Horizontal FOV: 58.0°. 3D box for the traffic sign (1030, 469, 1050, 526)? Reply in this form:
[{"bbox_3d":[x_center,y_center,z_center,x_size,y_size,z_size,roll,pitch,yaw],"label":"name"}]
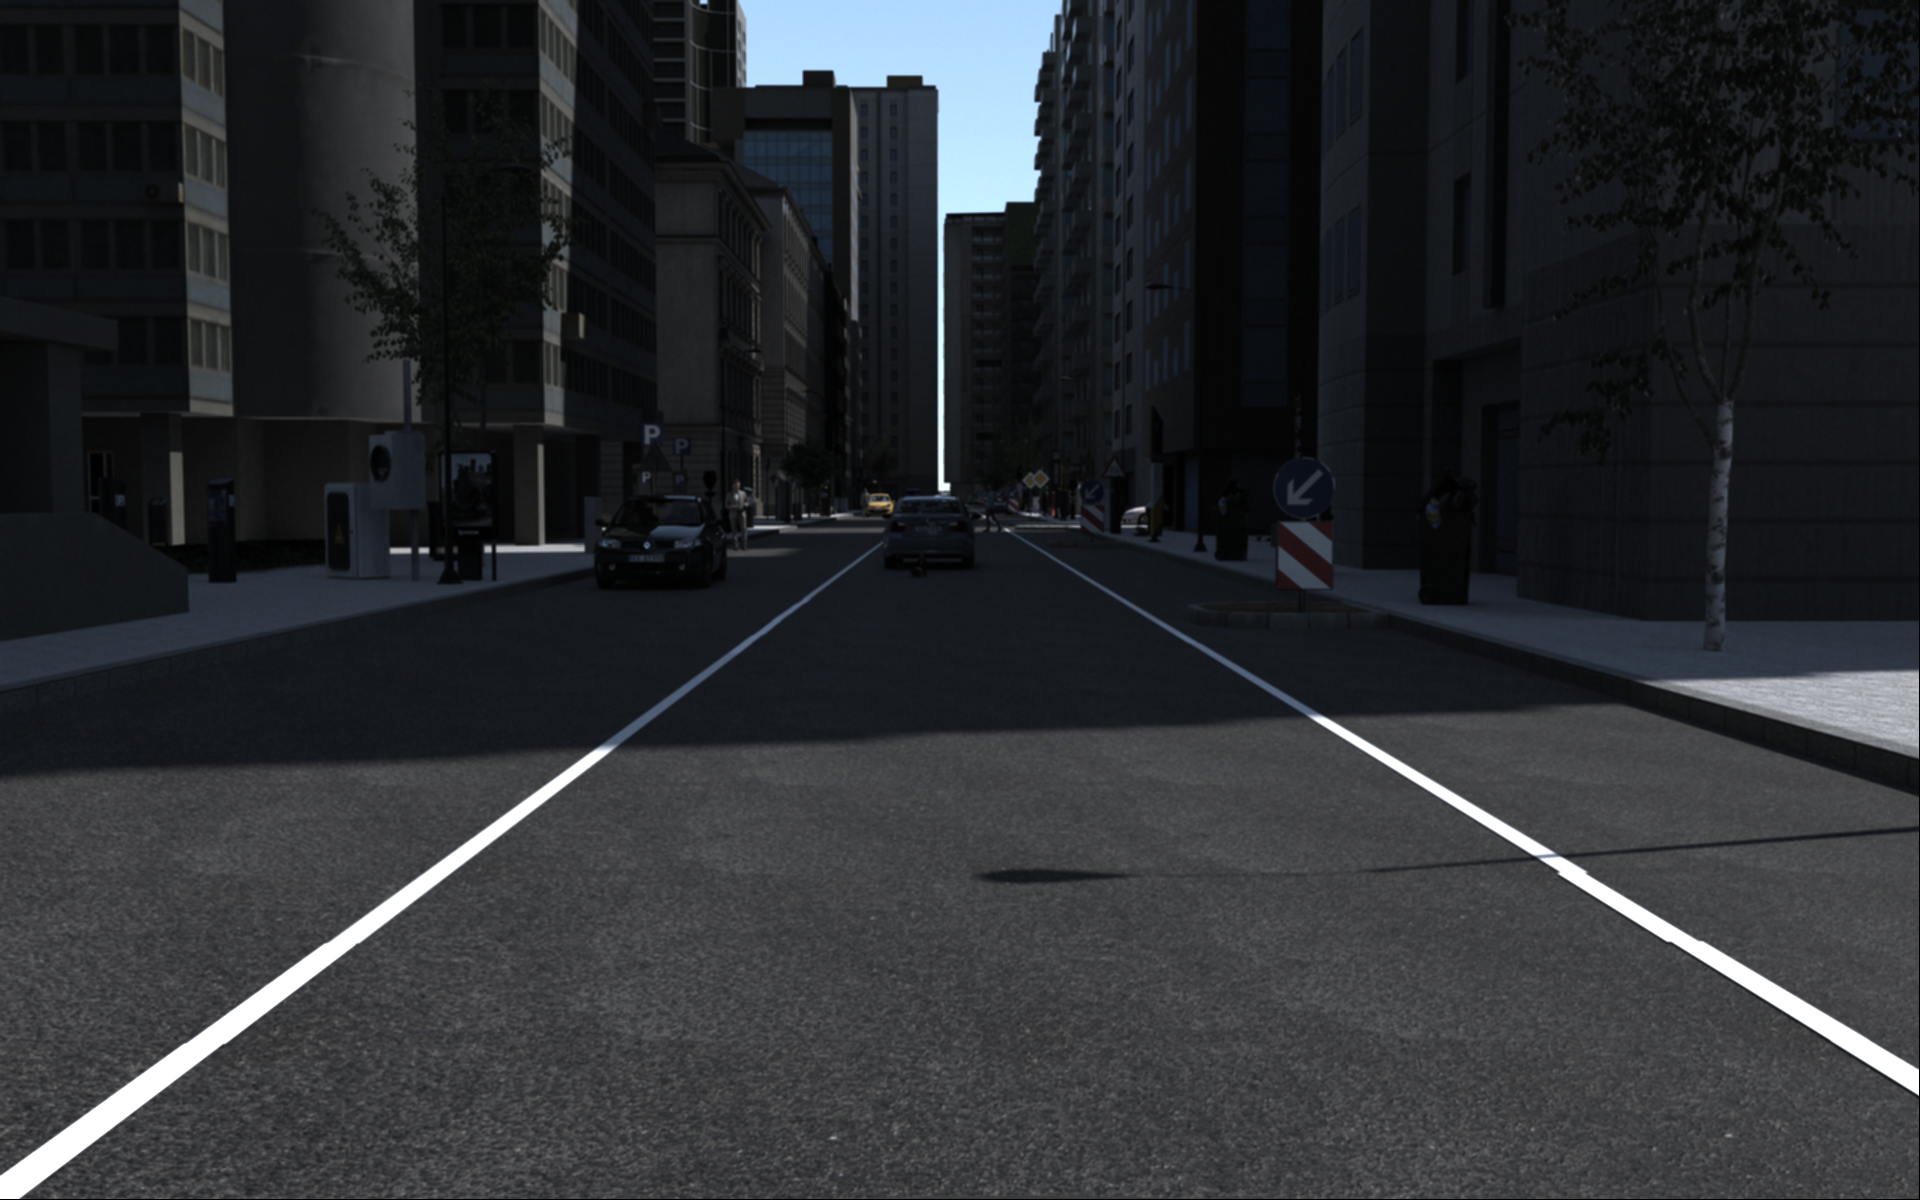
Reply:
[{"bbox_3d":[3.205,-4.015,69.286,0.795,2.450,0.064,0,4,0],"label":"traffic sign"}]

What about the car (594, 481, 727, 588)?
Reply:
[{"bbox_3d":[-4.725,-1.093,27.653,2.009,1.686,4.222,0,4,-2],"label":"car"}]

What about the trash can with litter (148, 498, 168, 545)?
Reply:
[{"bbox_3d":[-15.300,-1.390,33.788,1.678,1.210,2.233,1,4,9],"label":"trash can with litter"}]

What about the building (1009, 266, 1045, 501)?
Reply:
[{"bbox_3d":[13.182,-27.387,219.471,14.160,30.474,14.107,0,4,0],"label":"building"}]

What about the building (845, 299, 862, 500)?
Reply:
[{"bbox_3d":[-24.044,-19.678,166.778,27.650,21.520,28.899,0,4,0],"label":"building"}]

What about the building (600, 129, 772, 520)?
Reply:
[{"bbox_3d":[-15.757,-13.667,88.086,10.561,19.102,19.286,0,4,0],"label":"building"}]

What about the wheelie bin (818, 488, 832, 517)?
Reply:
[{"bbox_3d":[-7.616,-5.479,97.496,0.693,1.594,0.980,-1,4,-17],"label":"wheelie bin"}]

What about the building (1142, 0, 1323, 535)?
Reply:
[{"bbox_3d":[14.042,-25.025,59.272,14.600,45.320,14.200,0,4,0],"label":"building"}]

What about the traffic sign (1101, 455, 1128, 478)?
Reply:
[{"bbox_3d":[5.116,-3.515,57.478,0.884,2.594,0.081,0,4,0],"label":"traffic sign"}]

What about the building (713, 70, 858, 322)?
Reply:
[{"bbox_3d":[-18.317,-32.874,187.602,14.600,45.320,14.200,0,4,0],"label":"building"}]

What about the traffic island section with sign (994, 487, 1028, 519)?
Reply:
[{"bbox_3d":[3.001,-5.722,102.182,1.989,1.847,2.006,0,4,0],"label":"traffic island section with sign"}]

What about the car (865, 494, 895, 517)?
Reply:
[{"bbox_3d":[-5.094,-6.064,109.377,2.015,1.641,3.980,0,4,0],"label":"car"}]

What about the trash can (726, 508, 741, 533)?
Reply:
[{"bbox_3d":[-7.565,-2.830,57.927,0.748,1.137,0.748,0,3,0],"label":"trash can"}]

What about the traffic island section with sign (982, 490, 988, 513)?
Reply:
[{"bbox_3d":[2.807,-7.371,129.137,1.989,1.847,2.006,0,4,0],"label":"traffic island section with sign"}]

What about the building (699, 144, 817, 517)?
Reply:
[{"bbox_3d":[-14.607,-15.762,106.853,9.793,20.994,18.267,0,4,0],"label":"building"}]

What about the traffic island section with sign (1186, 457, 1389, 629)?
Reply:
[{"bbox_3d":[3.590,-0.659,19.402,1.989,1.847,2.006,0,4,0],"label":"traffic island section with sign"}]

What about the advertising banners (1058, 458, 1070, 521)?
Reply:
[{"bbox_3d":[5.067,-5.341,83.517,0.090,3.025,2.074,1,4,16],"label":"advertising banners"}]

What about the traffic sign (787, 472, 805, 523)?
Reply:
[{"bbox_3d":[-7.297,-4.500,77.216,0.795,2.450,0.064,0,4,0],"label":"traffic sign"}]

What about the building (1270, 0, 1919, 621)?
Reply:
[{"bbox_3d":[17.318,-29.831,29.740,21.231,58.520,28.212,0,4,0],"label":"building"}]

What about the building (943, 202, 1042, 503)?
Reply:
[{"bbox_3d":[4.591,-34.289,244.227,14.086,41.232,14.154,0,4,0],"label":"building"}]

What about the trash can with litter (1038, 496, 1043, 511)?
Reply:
[{"bbox_3d":[6.362,-7.217,129.392,1.055,1.170,0.624,1,4,8],"label":"trash can with litter"}]

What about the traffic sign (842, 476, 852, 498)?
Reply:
[{"bbox_3d":[-8.070,-7.550,123.554,0.768,2.556,0.104,0,4,4],"label":"traffic sign"}]

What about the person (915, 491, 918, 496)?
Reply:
[{"bbox_3d":[-3.487,-7.819,137.338,0.522,1.701,0.512,0,4,3],"label":"person"}]

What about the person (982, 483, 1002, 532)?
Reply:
[{"bbox_3d":[1.215,-3.498,65.549,0.748,1.841,0.638,1,4,9],"label":"person"}]

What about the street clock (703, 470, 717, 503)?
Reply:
[{"bbox_3d":[-7.680,-2.977,53.246,0.358,2.002,0.471,-3,4,-37],"label":"street clock"}]

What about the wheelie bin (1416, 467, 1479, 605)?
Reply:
[{"bbox_3d":[5.695,-0.755,20.245,0.693,1.594,0.980,1,4,18],"label":"wheelie bin"}]

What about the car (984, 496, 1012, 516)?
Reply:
[{"bbox_3d":[2.621,-6.394,117.126,1.945,1.354,3.894,0,4,-2],"label":"car"}]

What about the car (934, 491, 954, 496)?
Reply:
[{"bbox_3d":[-1.804,-11.635,198.912,2.281,1.827,5.304,0,4,-2],"label":"car"}]

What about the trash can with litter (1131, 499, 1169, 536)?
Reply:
[{"bbox_3d":[5.783,-2.529,52.739,1.055,1.170,0.624,-2,4,-31],"label":"trash can with litter"}]

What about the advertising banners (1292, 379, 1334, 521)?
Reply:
[{"bbox_3d":[5.554,-1.903,27.303,0.090,3.025,2.074,2,4,29],"label":"advertising banners"}]

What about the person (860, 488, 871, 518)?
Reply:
[{"bbox_3d":[-5.602,-5.749,102.778,0.678,1.792,0.850,0,4,3],"label":"person"}]

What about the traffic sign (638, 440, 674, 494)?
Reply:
[{"bbox_3d":[-7.352,-2.559,41.836,0.884,2.594,0.081,0,4,5],"label":"traffic sign"}]

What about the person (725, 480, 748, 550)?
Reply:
[{"bbox_3d":[-5.660,-2.166,44.119,0.606,1.804,0.583,-1,4,-21],"label":"person"}]

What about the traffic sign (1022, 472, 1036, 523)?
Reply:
[{"bbox_3d":[3.147,-4.503,77.270,0.795,2.450,0.064,0,4,0],"label":"traffic sign"}]

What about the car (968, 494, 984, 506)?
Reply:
[{"bbox_3d":[1.972,-12.660,215.787,1.959,1.807,4.718,0,4,-2],"label":"car"}]

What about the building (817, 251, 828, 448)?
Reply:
[{"bbox_3d":[-15.012,-16.880,125.147,9.793,20.994,18.267,0,4,0],"label":"building"}]

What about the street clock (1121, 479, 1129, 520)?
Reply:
[{"bbox_3d":[8.016,-4.916,84.941,0.471,2.002,0.358,1,4,19],"label":"street clock"}]

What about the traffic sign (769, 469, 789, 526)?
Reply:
[{"bbox_3d":[-7.239,-4.012,69.231,0.795,2.450,0.064,0,4,0],"label":"traffic sign"}]

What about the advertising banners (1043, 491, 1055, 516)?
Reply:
[{"bbox_3d":[5.354,-6.351,100.031,0.090,3.025,2.074,2,4,32],"label":"advertising banners"}]

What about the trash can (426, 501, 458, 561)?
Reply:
[{"bbox_3d":[-9.903,-1.325,33.312,0.748,1.137,0.748,0,3,0],"label":"trash can"}]

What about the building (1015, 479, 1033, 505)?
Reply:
[{"bbox_3d":[22.715,-31.091,200.226,32.217,40.220,23.993,0,4,0],"label":"building"}]

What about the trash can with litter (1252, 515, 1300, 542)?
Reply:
[{"bbox_3d":[8.752,-2.185,46.774,2.233,1.210,1.678,1,4,18],"label":"trash can with litter"}]

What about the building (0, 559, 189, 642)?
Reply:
[{"bbox_3d":[-24.427,-19.489,10.532,32.217,40.220,23.993,0,4,0],"label":"building"}]

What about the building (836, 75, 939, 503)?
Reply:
[{"bbox_3d":[-17.137,-43.126,247.105,28.212,58.520,21.231,0,4,0],"label":"building"}]

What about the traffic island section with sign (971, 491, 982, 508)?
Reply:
[{"bbox_3d":[2.446,-10.456,179.581,1.989,1.847,2.006,0,4,0],"label":"traffic island section with sign"}]

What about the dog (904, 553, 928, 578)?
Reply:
[{"bbox_3d":[-0.788,-0.602,30.043,0.748,0.427,0.550,-2,4,-34],"label":"dog"}]

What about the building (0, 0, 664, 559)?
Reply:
[{"bbox_3d":[-21.717,-21.964,50.991,23.993,40.220,32.217,0,4,0],"label":"building"}]

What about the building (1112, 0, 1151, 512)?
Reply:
[{"bbox_3d":[19.084,-39.770,88.490,20.611,71.187,20.563,0,4,0],"label":"building"}]

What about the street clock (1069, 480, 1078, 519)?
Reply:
[{"bbox_3d":[5.698,-5.080,87.634,0.471,2.002,0.358,3,4,38],"label":"street clock"}]

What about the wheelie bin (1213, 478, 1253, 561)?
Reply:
[{"bbox_3d":[5.281,-1.563,33.463,0.693,1.594,0.980,1,4,19],"label":"wheelie bin"}]

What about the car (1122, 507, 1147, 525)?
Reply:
[{"bbox_3d":[9.394,-3.805,74.575,4.827,1.381,2.083,0,4,0],"label":"car"}]

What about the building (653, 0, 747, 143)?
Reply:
[{"bbox_3d":[-41.544,-49.413,246.147,20.611,71.187,20.563,0,4,0],"label":"building"}]

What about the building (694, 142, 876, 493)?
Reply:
[{"bbox_3d":[-25.328,-34.259,214.763,28.867,44.769,22.147,0,4,0],"label":"building"}]

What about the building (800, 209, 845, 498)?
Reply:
[{"bbox_3d":[-16.106,-19.156,142.882,12.332,23.373,15.834,0,4,0],"label":"building"}]

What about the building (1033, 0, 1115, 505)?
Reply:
[{"bbox_3d":[18.845,-33.832,172.755,23.786,49.044,30.456,0,4,0],"label":"building"}]

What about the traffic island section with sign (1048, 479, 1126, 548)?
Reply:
[{"bbox_3d":[3.391,-2.329,46.711,1.989,1.847,2.006,0,4,0],"label":"traffic island section with sign"}]

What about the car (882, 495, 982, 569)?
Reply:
[{"bbox_3d":[-0.579,-1.381,34.579,2.014,1.417,4.499,0,4,1],"label":"car"}]
